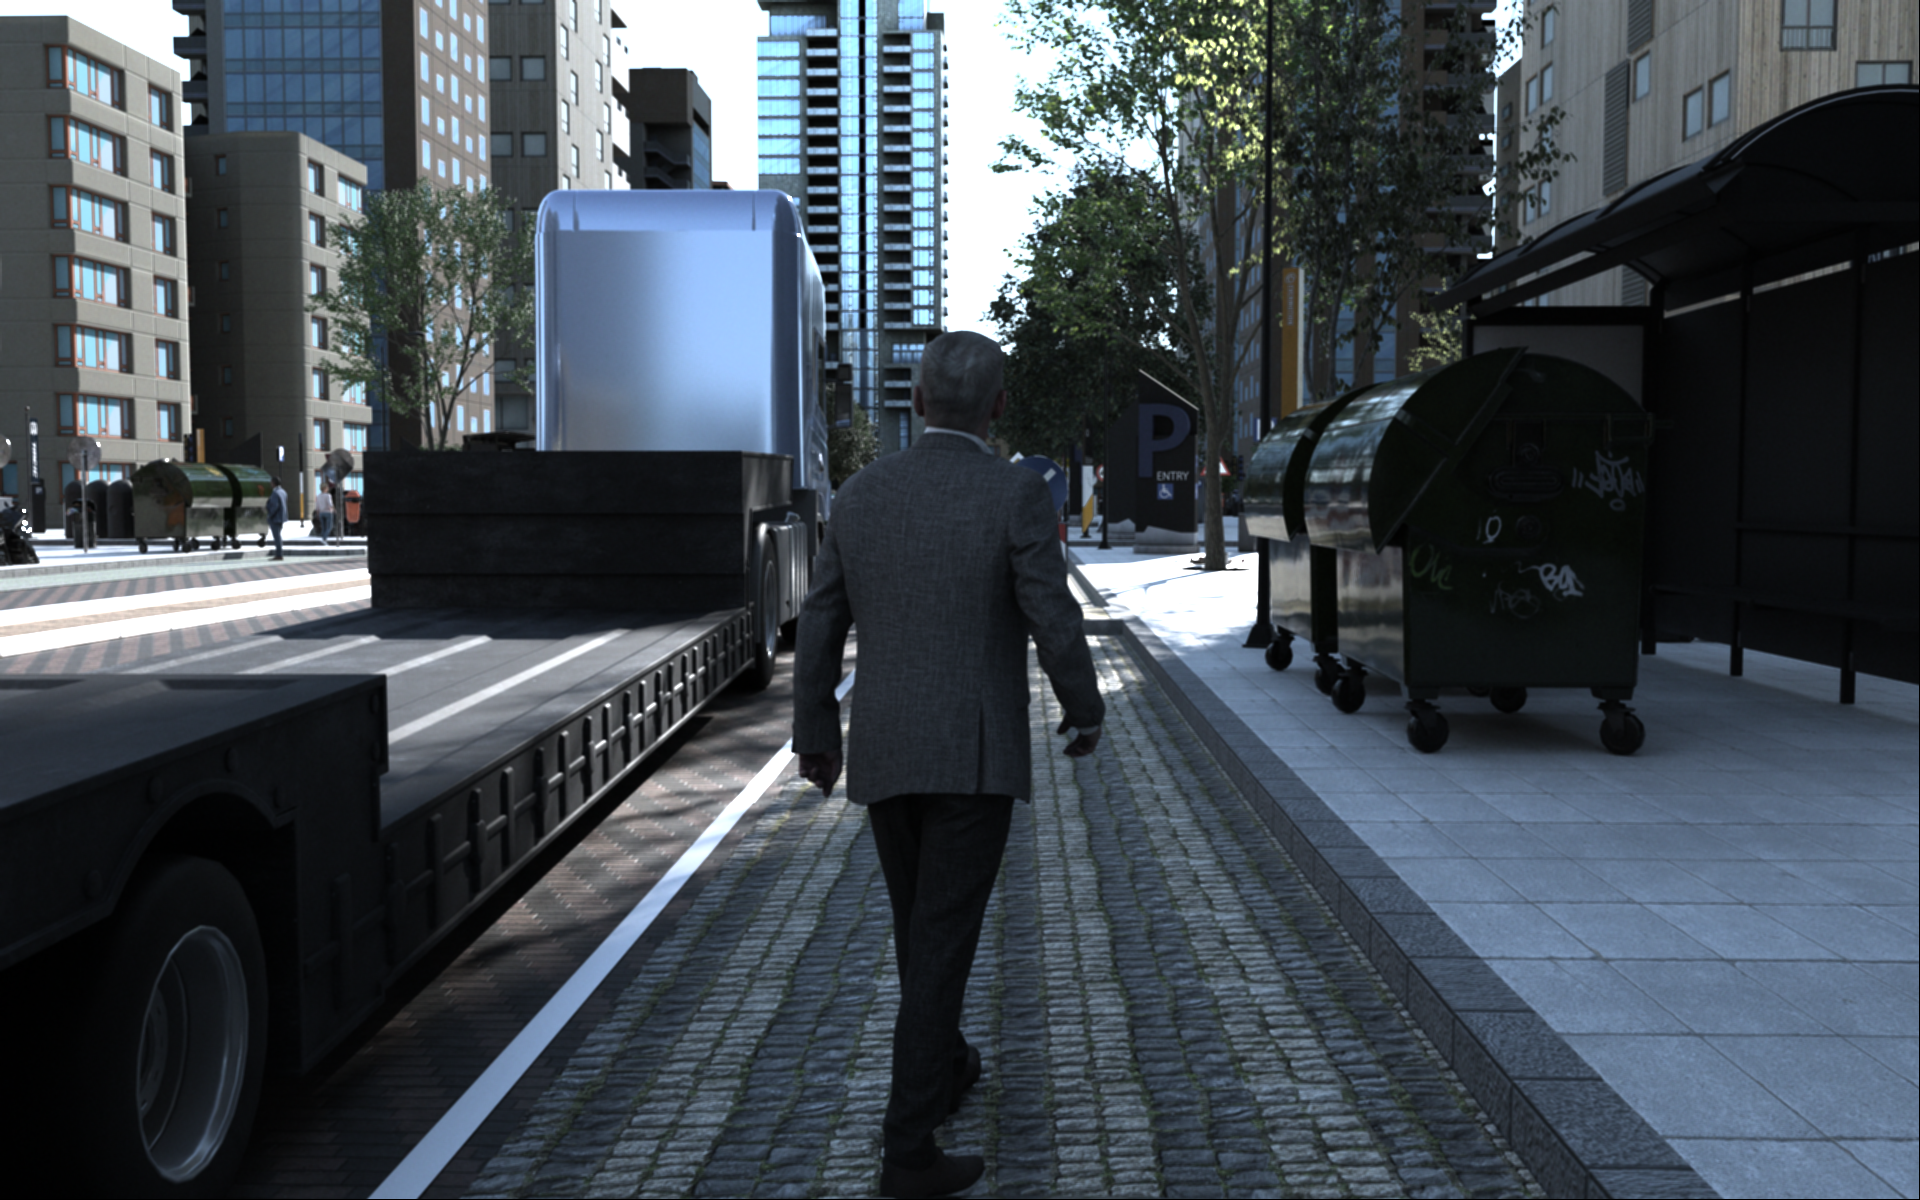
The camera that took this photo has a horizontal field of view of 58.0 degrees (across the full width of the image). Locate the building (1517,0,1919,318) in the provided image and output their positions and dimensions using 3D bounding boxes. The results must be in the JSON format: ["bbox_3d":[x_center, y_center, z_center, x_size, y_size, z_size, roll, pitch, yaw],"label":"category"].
[{"bbox_3d":[40.894,-29.626,73.623,27.495,52.752,28.713,0,4,2],"label":"building"}]

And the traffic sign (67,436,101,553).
[{"bbox_3d":[-19.124,-2.306,37.817,0.768,2.556,0.104,0,4,3],"label":"traffic sign"}]

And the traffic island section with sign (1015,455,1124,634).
[{"bbox_3d":[0.704,-0.607,18.555,1.989,1.847,2.006,0,4,2],"label":"traffic island section with sign"}]

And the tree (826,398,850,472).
[{"bbox_3d":[-13.562,-13.525,155.545,8.767,10.594,7.601,1,4,11],"label":"tree"}]

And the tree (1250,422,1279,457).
[{"bbox_3d":[13.617,-5.389,71.822,4.285,4.588,4.351,0,3,0],"label":"tree"}]

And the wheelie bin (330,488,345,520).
[{"bbox_3d":[-30.359,-4.690,84.593,0.693,1.594,0.980,3,4,38],"label":"wheelie bin"}]

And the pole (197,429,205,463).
[{"bbox_3d":[-23.729,-3.691,54.189,0.158,3.312,0.155,0,3,0],"label":"pole"}]

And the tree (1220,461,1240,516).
[{"bbox_3d":[15.234,-6.476,100.480,1.663,3.219,1.824,0,3,0],"label":"tree"}]

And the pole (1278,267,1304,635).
[{"bbox_3d":[3.013,-1.340,15.746,0.158,3.312,0.155,0,3,0],"label":"pole"}]

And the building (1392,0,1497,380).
[{"bbox_3d":[26.509,-28.456,115.368,14.600,45.320,14.200,0,4,2],"label":"building"}]

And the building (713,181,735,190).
[{"bbox_3d":[-44.580,-35.451,234.255,28.867,44.769,22.147,0,4,2],"label":"building"}]

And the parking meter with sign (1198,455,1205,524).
[{"bbox_3d":[10.437,-4.842,75.424,0.543,3.016,1.738,1,4,14],"label":"parking meter with sign"}]

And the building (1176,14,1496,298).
[{"bbox_3d":[35.960,-35.546,170.421,28.713,52.752,27.495,0,4,2],"label":"building"}]

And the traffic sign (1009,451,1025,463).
[{"bbox_3d":[1.368,-2.265,40.669,0.795,2.450,0.064,0,4,2],"label":"traffic sign"}]

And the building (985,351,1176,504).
[{"bbox_3d":[16.033,-23.836,234.751,28.899,21.520,27.650,0,4,2],"label":"building"}]

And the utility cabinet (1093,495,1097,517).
[{"bbox_3d":[7.328,-5.310,97.983,0.306,1.237,1.020,3,5,41],"label":"utility cabinet"}]

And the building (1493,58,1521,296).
[{"bbox_3d":[66.700,-33.578,172.698,21.600,48.544,21.300,0,4,2],"label":"building"}]

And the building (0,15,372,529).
[{"bbox_3d":[-45.501,-14.227,77.657,27.650,21.520,28.899,0,4,2],"label":"building"}]

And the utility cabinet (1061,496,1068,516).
[{"bbox_3d":[6.390,-5.616,102.991,1.020,1.237,0.306,1,4,16],"label":"utility cabinet"}]

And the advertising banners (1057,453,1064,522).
[{"bbox_3d":[4.291,-4.787,74.462,0.090,3.025,2.074,0,4,-6],"label":"advertising banners"}]

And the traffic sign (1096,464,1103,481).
[{"bbox_3d":[5.982,-4.356,71.330,0.768,2.556,0.104,0,4,5],"label":"traffic sign"}]

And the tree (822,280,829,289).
[{"bbox_3d":[-16.076,-16.506,125.768,12.611,20.169,13.585,0,3,0],"label":"tree"}]

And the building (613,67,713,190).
[{"bbox_3d":[-33.835,-32.394,179.749,14.200,45.320,14.600,0,4,2],"label":"building"}]

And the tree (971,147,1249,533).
[{"bbox_3d":[4.936,-8.591,57.475,9.611,12.733,9.660,0,3,0],"label":"tree"}]

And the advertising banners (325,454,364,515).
[{"bbox_3d":[-26.516,-4.844,75.382,2.074,3.025,0.090,-2,4,-27],"label":"advertising banners"}]

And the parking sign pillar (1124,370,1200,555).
[{"bbox_3d":[4.459,-2.987,37.311,1.447,3.967,1.447,1,4,17],"label":"parking sign pillar"}]

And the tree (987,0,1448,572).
[{"bbox_3d":[4.290,-6.304,28.829,9.928,11.665,9.643,0,3,0],"label":"tree"}]

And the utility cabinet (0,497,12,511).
[{"bbox_3d":[-19.255,-1.430,34.541,1.020,1.237,0.306,3,5,40],"label":"utility cabinet"}]

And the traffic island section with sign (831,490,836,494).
[{"bbox_3d":[-11.064,-8.704,150.939,1.989,1.847,2.006,0,4,2],"label":"traffic island section with sign"}]

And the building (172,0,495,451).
[{"bbox_3d":[-37.757,-27.895,106.197,14.600,45.320,14.200,0,4,2],"label":"building"}]

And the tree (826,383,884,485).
[{"bbox_3d":[-13.384,-15.369,168.287,9.611,12.733,9.660,0,3,0],"label":"tree"}]

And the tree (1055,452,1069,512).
[{"bbox_3d":[5.656,-8.725,93.016,4.737,8.622,4.395,0,3,0],"label":"tree"}]

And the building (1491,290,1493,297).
[{"bbox_3d":[65.015,-27.822,226.585,14.107,30.474,14.160,0,4,2],"label":"building"}]

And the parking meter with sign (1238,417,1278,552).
[{"bbox_3d":[6.639,-2.599,38.761,0.543,3.016,1.738,1,4,23],"label":"parking meter with sign"}]

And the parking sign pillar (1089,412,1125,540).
[{"bbox_3d":[4.711,-3.672,48.502,1.447,3.967,1.447,-2,4,-34],"label":"parking sign pillar"}]

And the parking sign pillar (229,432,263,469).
[{"bbox_3d":[-30.739,-5.268,74.597,1.447,3.967,1.447,-1,4,-19],"label":"parking sign pillar"}]

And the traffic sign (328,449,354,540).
[{"bbox_3d":[-17.387,-2.968,48.641,0.768,2.556,0.104,0,4,7],"label":"traffic sign"}]

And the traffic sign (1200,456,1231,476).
[{"bbox_3d":[7.346,-3.049,49.862,0.884,2.594,0.081,0,4,4],"label":"traffic sign"}]

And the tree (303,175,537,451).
[{"bbox_3d":[-16.792,-7.937,55.532,9.928,11.665,9.643,0,3,0],"label":"tree"}]

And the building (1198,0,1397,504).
[{"bbox_3d":[28.349,-30.563,149.819,14.600,45.320,14.200,0,4,2],"label":"building"}]

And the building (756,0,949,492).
[{"bbox_3d":[-14.538,-56.176,231.142,31.000,86.520,22.319,0,4,2],"label":"building"}]

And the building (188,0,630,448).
[{"bbox_3d":[-41.969,-33.570,138.107,28.713,52.752,27.495,0,4,2],"label":"building"}]

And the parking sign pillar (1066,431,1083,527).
[{"bbox_3d":[4.727,-4.867,68.044,1.447,3.967,1.447,2,4,26],"label":"parking sign pillar"}]

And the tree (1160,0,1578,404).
[{"bbox_3d":[4.198,-4.173,18.587,4.360,8.622,3.978,0,3,0],"label":"tree"}]

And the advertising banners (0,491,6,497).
[{"bbox_3d":[-35.270,-4.028,62.050,0.090,3.025,2.074,2,4,34],"label":"advertising banners"}]

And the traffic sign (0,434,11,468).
[{"bbox_3d":[-19.965,-2.182,35.785,0.768,2.556,0.104,0,4,5],"label":"traffic sign"}]

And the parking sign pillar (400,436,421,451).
[{"bbox_3d":[-25.553,-5.681,81.357,1.447,3.967,1.447,-3,5,-43],"label":"parking sign pillar"}]

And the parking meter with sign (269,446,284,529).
[{"bbox_3d":[-25.598,-4.090,63.128,1.738,3.016,0.543,0,4,-5],"label":"parking meter with sign"}]

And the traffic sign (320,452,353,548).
[{"bbox_3d":[-14.818,-2.297,41.197,0.795,2.450,0.064,0,4,2],"label":"traffic sign"}]

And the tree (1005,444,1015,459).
[{"bbox_3d":[9.475,-17.995,200.868,9.857,13.997,8.962,0,3,0],"label":"tree"}]

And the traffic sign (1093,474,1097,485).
[{"bbox_3d":[8.096,-6.543,107.084,0.768,2.556,0.104,0,4,4],"label":"traffic sign"}]

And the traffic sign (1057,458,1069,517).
[{"bbox_3d":[6.086,-6.275,96.476,2.265,3.308,0.079,0,4,6],"label":"traffic sign"}]

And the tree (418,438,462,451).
[{"bbox_3d":[-28.934,-6.910,96.693,4.285,4.588,4.351,0,3,0],"label":"tree"}]
